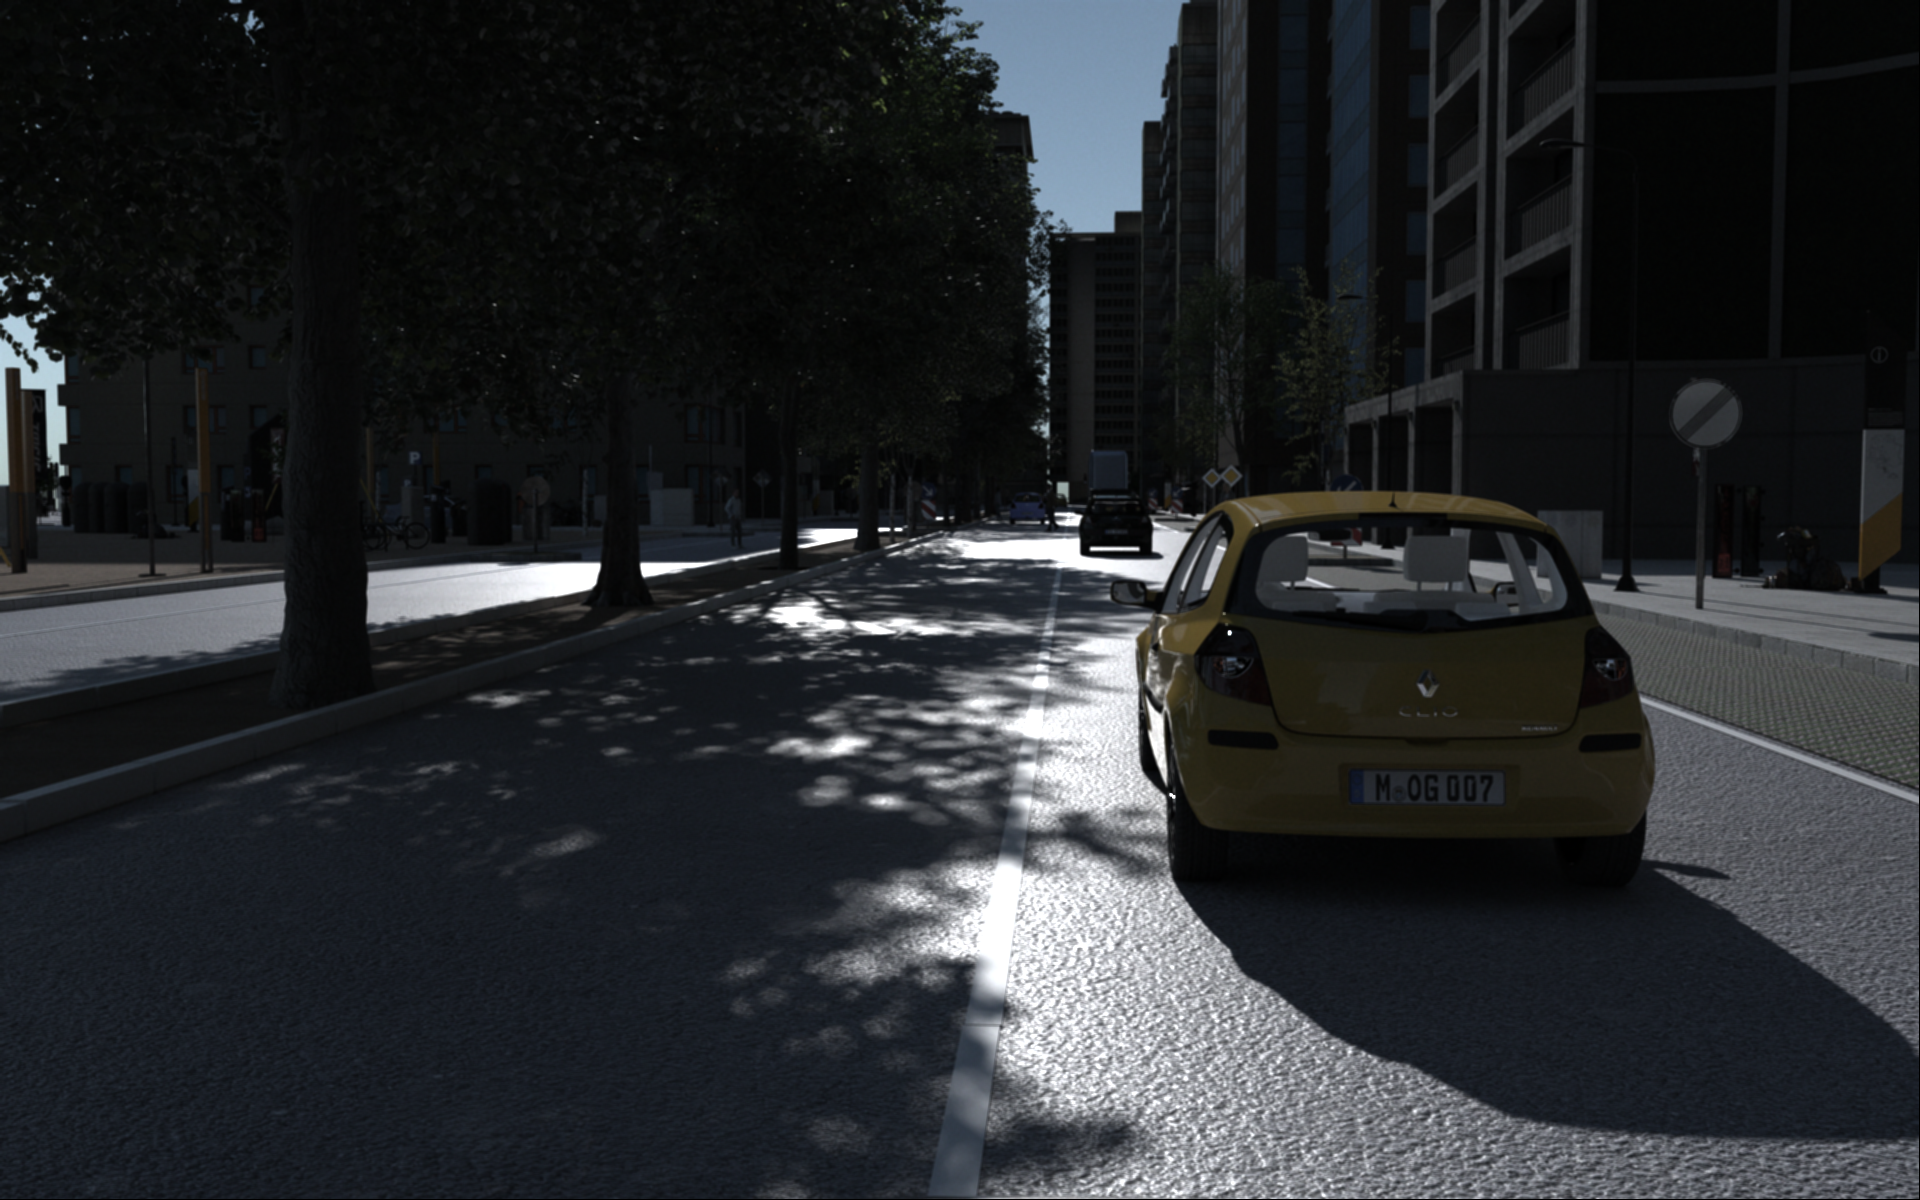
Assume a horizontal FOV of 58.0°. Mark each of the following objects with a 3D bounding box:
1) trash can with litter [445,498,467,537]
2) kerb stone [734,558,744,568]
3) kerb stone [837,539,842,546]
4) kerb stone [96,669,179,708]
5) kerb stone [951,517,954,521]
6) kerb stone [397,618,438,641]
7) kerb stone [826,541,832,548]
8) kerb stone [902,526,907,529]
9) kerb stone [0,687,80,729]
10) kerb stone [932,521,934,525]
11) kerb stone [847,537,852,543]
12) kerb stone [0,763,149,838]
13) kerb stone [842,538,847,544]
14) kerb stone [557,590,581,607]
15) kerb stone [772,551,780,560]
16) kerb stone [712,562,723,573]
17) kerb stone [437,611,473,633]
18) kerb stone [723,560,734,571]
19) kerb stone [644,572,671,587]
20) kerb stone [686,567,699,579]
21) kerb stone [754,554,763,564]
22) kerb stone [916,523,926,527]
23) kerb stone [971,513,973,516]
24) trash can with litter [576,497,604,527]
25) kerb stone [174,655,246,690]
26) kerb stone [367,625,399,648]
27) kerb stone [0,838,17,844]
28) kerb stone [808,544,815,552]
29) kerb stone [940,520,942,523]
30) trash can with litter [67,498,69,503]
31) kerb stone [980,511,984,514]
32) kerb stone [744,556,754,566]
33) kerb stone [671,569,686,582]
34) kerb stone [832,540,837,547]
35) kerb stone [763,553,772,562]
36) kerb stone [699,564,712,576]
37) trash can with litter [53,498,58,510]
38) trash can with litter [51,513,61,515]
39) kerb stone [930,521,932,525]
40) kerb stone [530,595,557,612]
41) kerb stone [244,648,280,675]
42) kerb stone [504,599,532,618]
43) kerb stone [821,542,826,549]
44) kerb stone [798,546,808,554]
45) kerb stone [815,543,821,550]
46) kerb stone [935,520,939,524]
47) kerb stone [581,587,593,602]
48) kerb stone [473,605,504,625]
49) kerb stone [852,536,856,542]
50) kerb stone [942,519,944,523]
[{"bbox_3d":[-15.362,-2.505,52.346,1.055,1.170,0.624,0,4,-4],"label":"trash can with litter"},{"bbox_3d":[-4.379,-0.689,33.513,0.120,0.150,1.000,0,4,4],"label":"kerb stone"},{"bbox_3d":[-3.448,-1.567,47.819,0.120,0.150,1.000,0,4,4],"label":"kerb stone"},{"bbox_3d":[-5.761,0.621,12.040,0.120,0.150,1.000,0,4,4],"label":"kerb stone"},{"bbox_3d":[-0.362,-4.476,95.480,0.120,0.150,1.000,0,4,4],"label":"kerb stone"},{"bbox_3d":[-5.440,0.308,17.157,0.120,0.150,1.000,0,4,4],"label":"kerb stone"},{"bbox_3d":[-3.585,-1.441,45.776,0.120,0.150,1.000,0,4,4],"label":"kerb stone"},{"bbox_3d":[-2.091,-2.851,68.814,0.120,0.150,1.000,0,4,4],"label":"kerb stone"},{"bbox_3d":[-5.840,0.683,11.021,0.120,0.150,1.000,0,4,4],"label":"kerb stone"},{"bbox_3d":[-1.420,-3.477,79.051,0.120,0.150,1.000,0,4,4],"label":"kerb stone"},{"bbox_3d":[-3.316,-1.691,49.859,0.120,0.150,1.000,0,4,4],"label":"kerb stone"},{"bbox_3d":[-3.944,0.882,7.774,0.120,0.150,1.000,0,4,4],"label":"kerb stone"},{"bbox_3d":[-3.382,-1.627,48.839,0.120,0.150,1.000,0,4,4],"label":"kerb stone"},{"bbox_3d":[-5.107,0.005,22.258,0.120,0.150,1.000,0,4,4],"label":"kerb stone"},{"bbox_3d":[-4.109,-0.941,37.605,0.120,0.150,1.000,0,4,4],"label":"kerb stone"},{"bbox_3d":[-4.506,-0.567,31.473,0.120,0.150,1.000,0,4,4],"label":"kerb stone"},{"bbox_3d":[-5.370,0.247,18.177,0.120,0.150,1.000,0,4,4],"label":"kerb stone"},{"bbox_3d":[-4.442,-0.627,32.493,0.120,0.150,1.000,0,4,4],"label":"kerb stone"},{"bbox_3d":[-4.788,-0.317,27.378,0.120,0.150,1.000,0,4,4],"label":"kerb stone"},{"bbox_3d":[-4.645,-0.442,29.419,0.120,0.150,1.000,0,4,4],"label":"kerb stone"},{"bbox_3d":[-4.241,-0.815,35.565,0.120,0.150,1.000,0,4,4],"label":"kerb stone"},{"bbox_3d":[-1.688,-3.227,74.962,0.120,0.150,1.000,0,4,4],"label":"kerb stone"},{"bbox_3d":[0.971,-5.731,115.927,0.120,0.150,1.000,0,4,4],"label":"kerb stone"},{"bbox_3d":[-14.359,-3.419,67.284,1.055,1.170,0.624,1,4,9],"label":"trash can with litter"},{"bbox_3d":[-5.700,0.559,13.063,0.120,0.150,1.000,0,4,4],"label":"kerb stone"},{"bbox_3d":[-5.506,0.374,16.138,0.120,0.150,1.000,0,4,4],"label":"kerb stone"},{"bbox_3d":[-4.010,0.954,6.755,0.120,0.150,1.000,0,4,4],"label":"kerb stone"},{"bbox_3d":[-3.781,-1.250,42.714,0.120,0.150,1.000,0,4,4],"label":"kerb stone"},{"bbox_3d":[-1.090,-3.791,84.180,0.120,0.150,1.000,0,4,4],"label":"kerb stone"},{"bbox_3d":[-48.811,-5.135,95.351,0.624,1.170,1.055,-1,4,-13],"label":"trash can with litter"},{"bbox_3d":[1.764,-6.484,128.208,0.120,0.150,1.000,0,4,4],"label":"kerb stone"},{"bbox_3d":[-4.310,-0.751,34.546,0.120,0.150,1.000,0,4,4],"label":"kerb stone"},{"bbox_3d":[-4.705,-0.374,28.397,0.120,0.150,1.000,0,4,4],"label":"kerb stone"},{"bbox_3d":[-3.524,-1.503,46.797,0.120,0.150,1.000,0,4,4],"label":"kerb stone"},{"bbox_3d":[-4.174,-0.880,36.585,0.120,0.150,1.000,0,4,4],"label":"kerb stone"},{"bbox_3d":[-4.578,-0.505,30.450,0.120,0.150,1.000,0,4,4],"label":"kerb stone"},{"bbox_3d":[-67.458,-7.199,129.083,1.055,1.170,0.624,-3,4,-37],"label":"trash can with litter"},{"bbox_3d":[-54.654,-5.789,105.704,2.233,1.210,1.678,0,4,-7],"label":"trash can with litter"},{"bbox_3d":[-1.490,-3.415,78.025,0.120,0.150,1.000,0,4,4],"label":"kerb stone"},{"bbox_3d":[-5.177,0.059,21.238,0.120,0.150,1.000,0,4,4],"label":"kerb stone"},{"bbox_3d":[-5.639,0.496,14.092,0.120,0.150,1.000,0,4,4],"label":"kerb stone"},{"bbox_3d":[-5.246,0.125,20.217,0.120,0.150,1.000,0,4,4],"label":"kerb stone"},{"bbox_3d":[-3.649,-1.378,44.753,0.120,0.150,1.000,0,4,4],"label":"kerb stone"},{"bbox_3d":[-3.849,-1.190,41.694,0.120,0.150,1.000,0,4,4],"label":"kerb stone"},{"bbox_3d":[-3.705,-1.317,43.733,0.120,0.150,1.000,0,4,4],"label":"kerb stone"},{"bbox_3d":[-1.229,-3.666,82.129,0.120,0.150,1.000,0,4,4],"label":"kerb stone"},{"bbox_3d":[-5.041,-0.063,23.290,0.120,0.150,1.000,0,4,4],"label":"kerb stone"},{"bbox_3d":[-5.306,0.188,19.197,0.120,0.150,1.000,0,4,4],"label":"kerb stone"},{"bbox_3d":[-3.250,-1.750,50.890,0.120,0.150,1.000,0,4,4],"label":"kerb stone"},{"bbox_3d":[-1.027,-3.854,85.211,0.120,0.150,1.000,0,4,4],"label":"kerb stone"}]
